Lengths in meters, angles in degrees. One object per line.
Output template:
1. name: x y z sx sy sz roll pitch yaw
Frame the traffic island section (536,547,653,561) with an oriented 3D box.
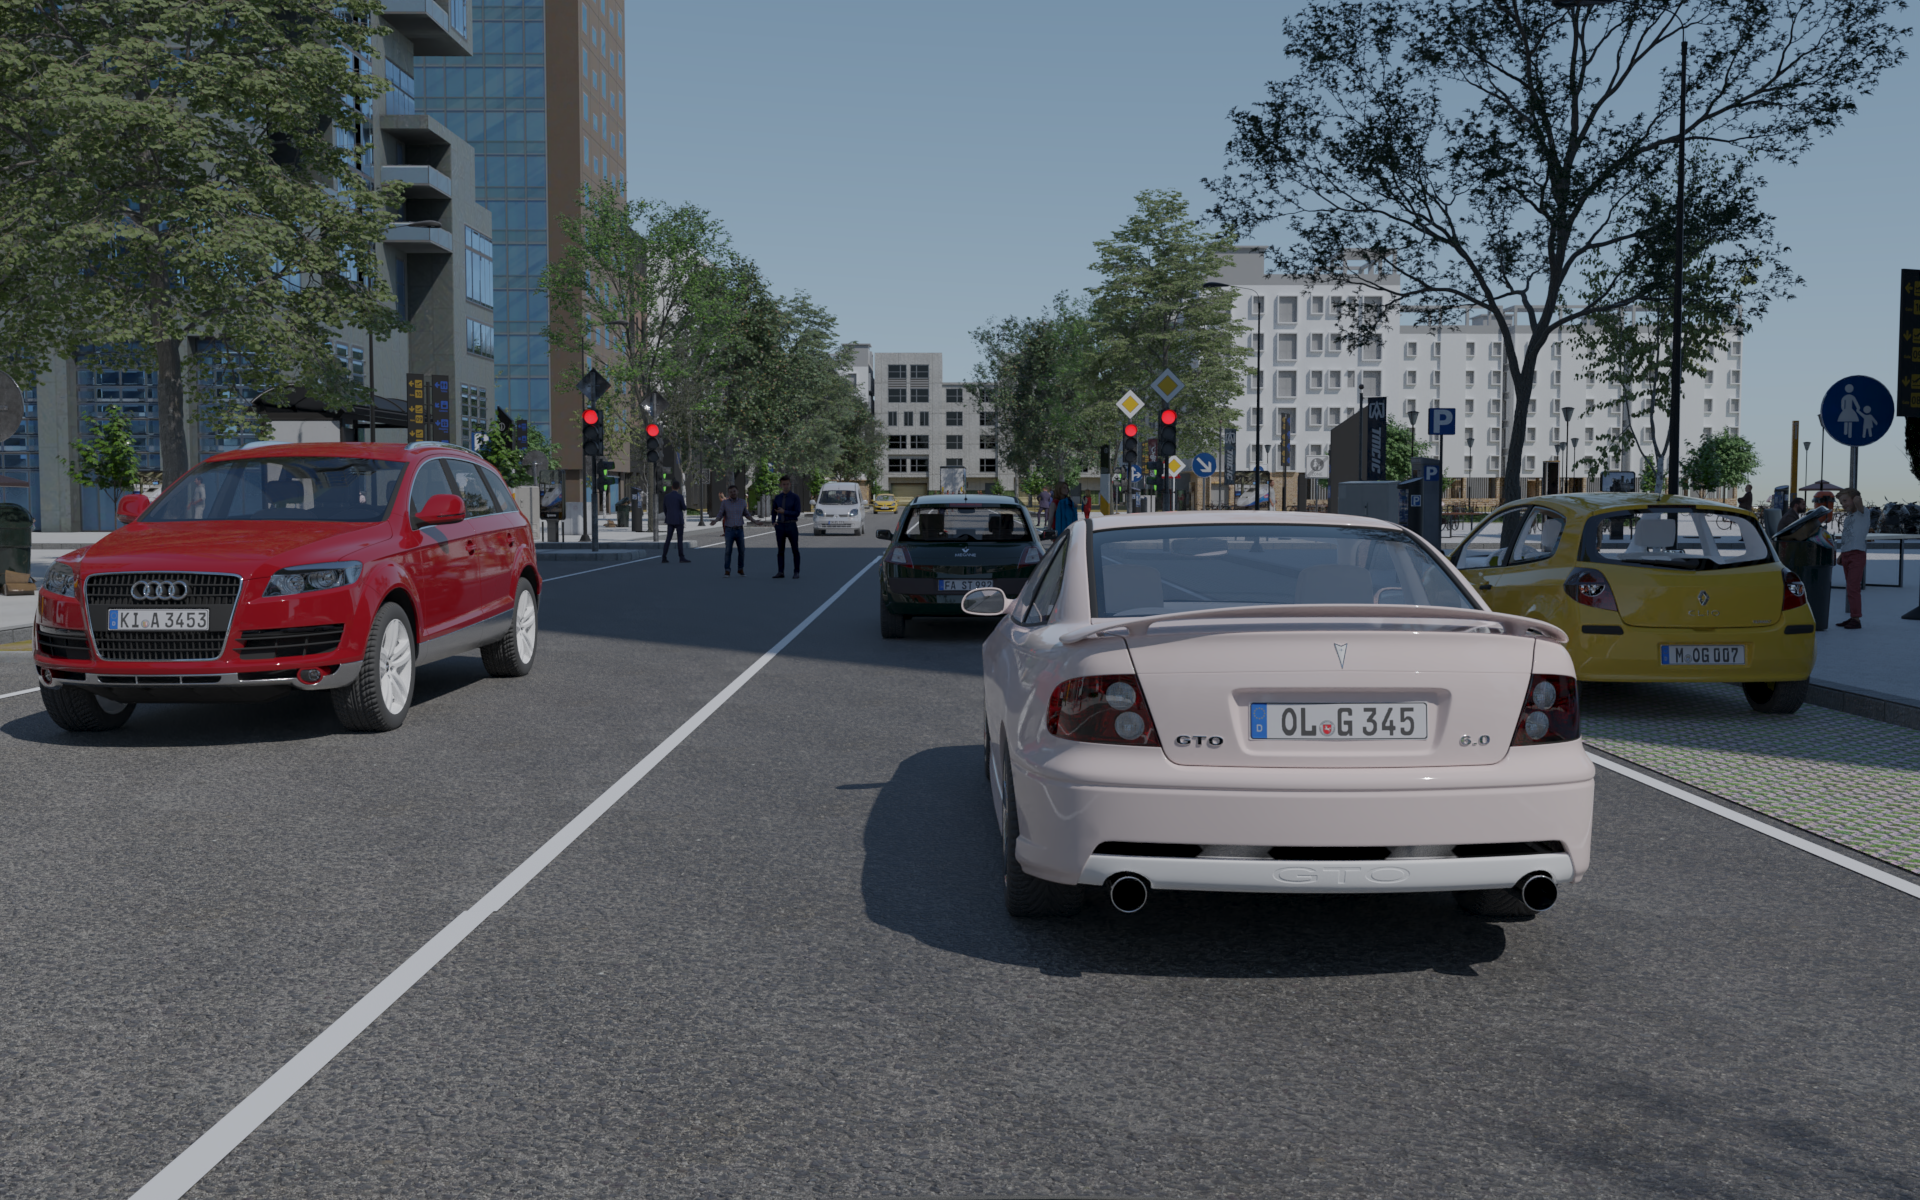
1. traffic island section: -8.168 -1.003 38.683 2.009 0.180 2.903 0 4 0

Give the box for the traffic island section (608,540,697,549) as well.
1. traffic island section: -8.212 -1.492 46.668 2.009 0.180 2.903 0 4 0

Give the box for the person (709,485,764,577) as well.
1. person: -3.899 -1.188 29.880 0.963 1.587 0.435 -2 4 -25

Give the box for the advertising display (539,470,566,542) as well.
1. advertising display: -10.863 -2.506 46.181 0.974 1.923 0.123 3 4 38

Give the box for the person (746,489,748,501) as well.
1. person: -20.975 -10.158 171.762 1.348 1.869 0.705 -3 5 -42

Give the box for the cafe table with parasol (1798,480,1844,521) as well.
1. cafe table with parasol: 40.496 -4.680 81.375 2.610 1.966 2.610 0 4 -4

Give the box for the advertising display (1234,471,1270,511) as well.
1. advertising display: 7.983 -2.579 47.374 0.974 1.923 0.123 1 4 9

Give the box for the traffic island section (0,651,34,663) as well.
1. traffic island section: -7.706 0.437 15.719 1.991 0.108 1.994 0 4 0

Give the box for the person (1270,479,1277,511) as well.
1. person: 11.246 -3.434 62.342 0.789 1.805 0.875 2 4 34

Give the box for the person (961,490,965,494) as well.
1. person: 0.379 -8.301 144.745 0.721 1.766 1.217 -1 4 -16

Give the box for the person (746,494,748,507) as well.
1. person: -20.443 -9.594 166.085 0.628 1.438 0.799 3 4 37

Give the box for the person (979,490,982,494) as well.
1. person: 2.097 -10.212 175.432 1.348 1.831 0.705 -1 4 -19

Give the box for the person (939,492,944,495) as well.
1. person: -0.732 -3.269 64.496 0.613 1.512 0.480 -3 4 -36

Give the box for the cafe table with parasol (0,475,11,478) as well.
1. cafe table with parasol: -21.318 -1.958 36.885 2.610 1.966 2.610 -1 4 -14

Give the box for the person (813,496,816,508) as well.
1. person: -13.000 -9.138 155.976 0.721 1.766 1.217 2 4 32

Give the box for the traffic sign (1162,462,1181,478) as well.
1. traffic sign: 6.961 -3.554 58.120 0.884 2.594 0.081 1 4 9

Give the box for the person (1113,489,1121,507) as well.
1. person: 14.881 -9.795 166.904 1.217 1.743 0.721 0 4 -8

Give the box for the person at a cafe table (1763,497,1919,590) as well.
1. person at a cafe table: 12.089 -0.807 24.057 1.698 1.238 1.726 -3 4 -36

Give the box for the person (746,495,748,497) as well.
1. person: -19.816 -9.335 159.486 0.721 1.723 1.217 -2 4 -33

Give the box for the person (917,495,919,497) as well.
1. person: -2.818 -6.527 119.131 0.340 1.345 0.435 0 4 4

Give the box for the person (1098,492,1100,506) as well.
1. person: 14.708 -10.643 180.732 0.551 1.740 0.621 0 4 -4

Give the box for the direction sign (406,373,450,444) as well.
1. direction sign: -10.050 -2.496 32.806 0.379 3.537 0.876 3 5 42

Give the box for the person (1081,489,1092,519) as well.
1. person: 4.904 -3.468 66.907 0.593 1.614 0.444 -2 4 -32

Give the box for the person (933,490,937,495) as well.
1. person: -2.273 -9.354 161.576 0.705 1.807 1.348 -2 4 -31

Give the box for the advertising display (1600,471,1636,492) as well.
1. advertising display: 18.448 -2.655 48.621 0.974 1.923 0.123 0 4 -2

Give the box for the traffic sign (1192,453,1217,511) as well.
1. traffic sign: 7.495 -3.249 53.228 0.768 2.556 0.104 0 4 3

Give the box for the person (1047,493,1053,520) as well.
1. person: 3.995 -4.039 77.240 0.574 1.496 0.600 -2 4 -32

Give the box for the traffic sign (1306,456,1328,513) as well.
1. traffic sign: 9.449 -2.676 45.887 0.606 2.300 0.079 0 4 7

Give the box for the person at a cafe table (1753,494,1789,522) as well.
1. person at a cafe table: 34.669 -3.982 73.622 1.698 1.524 1.622 1 4 22

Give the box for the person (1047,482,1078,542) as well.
1. person: 1.492 -0.923 25.297 0.593 1.614 0.444 -1 4 -23

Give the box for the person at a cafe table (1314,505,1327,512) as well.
1. person at a cafe table: 18.204 -4.610 83.890 1.622 1.524 1.698 0 4 -7

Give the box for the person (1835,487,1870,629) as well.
1. person: 8.559 -0.408 16.631 0.340 1.345 0.435 0 4 -7

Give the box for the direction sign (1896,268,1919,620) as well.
1. direction sign: 9.857 -1.568 17.636 0.876 3.537 0.379 -1 4 -22

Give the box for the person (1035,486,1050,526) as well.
1. person: 3.619 -4.122 76.338 0.683 1.767 0.568 -2 4 -23

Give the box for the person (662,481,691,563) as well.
1. person: -5.929 -1.632 36.103 0.541 1.710 0.530 2 4 34

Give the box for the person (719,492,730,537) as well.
1. person: -7.832 -2.957 58.304 0.566 1.644 0.517 0 4 -7

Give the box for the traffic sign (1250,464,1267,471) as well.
1. traffic sign: 9.985 -3.418 58.016 0.606 2.300 0.079 0 4 4

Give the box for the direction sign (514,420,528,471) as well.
1. direction sign: -13.604 -3.729 52.966 0.876 3.537 0.379 1 4 16

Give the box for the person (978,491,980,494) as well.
1. person: 1.995 -10.967 187.947 0.705 1.807 1.348 -3 4 -38

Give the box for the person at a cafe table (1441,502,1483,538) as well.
1. person at a cafe table: 14.259 -2.612 51.226 1.698 1.524 1.622 -3 5 -39

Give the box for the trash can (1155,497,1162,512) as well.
1. trash can: 9.163 -4.119 78.998 0.748 1.137 0.748 0 3 0

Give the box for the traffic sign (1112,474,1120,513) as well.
1. traffic sign: 8.768 -5.920 96.892 0.768 2.556 0.104 0 4 3

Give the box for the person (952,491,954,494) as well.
1. person: -0.536 -7.870 138.643 0.415 1.643 0.593 -2 4 -27

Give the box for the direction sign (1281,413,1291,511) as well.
1. direction sign: 9.124 -3.461 48.590 0.379 3.537 0.876 2 4 26

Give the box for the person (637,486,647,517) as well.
1. person: -18.202 -5.605 98.400 0.376 1.734 0.841 3 5 43

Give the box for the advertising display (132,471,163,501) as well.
1. advertising display: -22.086 -2.579 47.374 0.974 1.923 0.123 -1 4 -22

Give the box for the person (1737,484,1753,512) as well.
1. person: 21.256 -2.361 46.922 0.388 1.546 0.482 2 4 25

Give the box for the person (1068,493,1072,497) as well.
1. person: 9.114 -8.598 147.336 0.721 1.736 1.217 -3 5 -42

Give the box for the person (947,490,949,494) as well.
1. person: -1.116 -9.610 165.563 0.705 1.831 1.348 1 4 13

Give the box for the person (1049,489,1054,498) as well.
1. person: 9.089 -10.328 174.780 0.599 1.838 0.709 -3 5 -40

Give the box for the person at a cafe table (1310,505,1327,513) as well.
1. person at a cafe table: 19.424 -4.801 89.362 1.698 1.238 1.726 3 5 44

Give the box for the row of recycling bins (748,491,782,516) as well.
1. row of recycling bins: -11.610 -5.943 104.274 1.069 1.692 3.534 -3 5 -41

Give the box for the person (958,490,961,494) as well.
1. person: -0.119 -10.024 172.407 0.705 1.821 1.348 3 5 44

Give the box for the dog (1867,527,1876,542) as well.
1. dog: 24.180 -1.741 46.209 0.748 0.427 0.550 -1 4 -9

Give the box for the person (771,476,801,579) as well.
1. person: -2.981 -1.237 29.422 0.576 1.737 0.504 1 4 12

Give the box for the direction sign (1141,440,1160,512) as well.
1. direction sign: 8.050 -4.947 72.881 0.876 3.537 0.379 -1 4 -13
